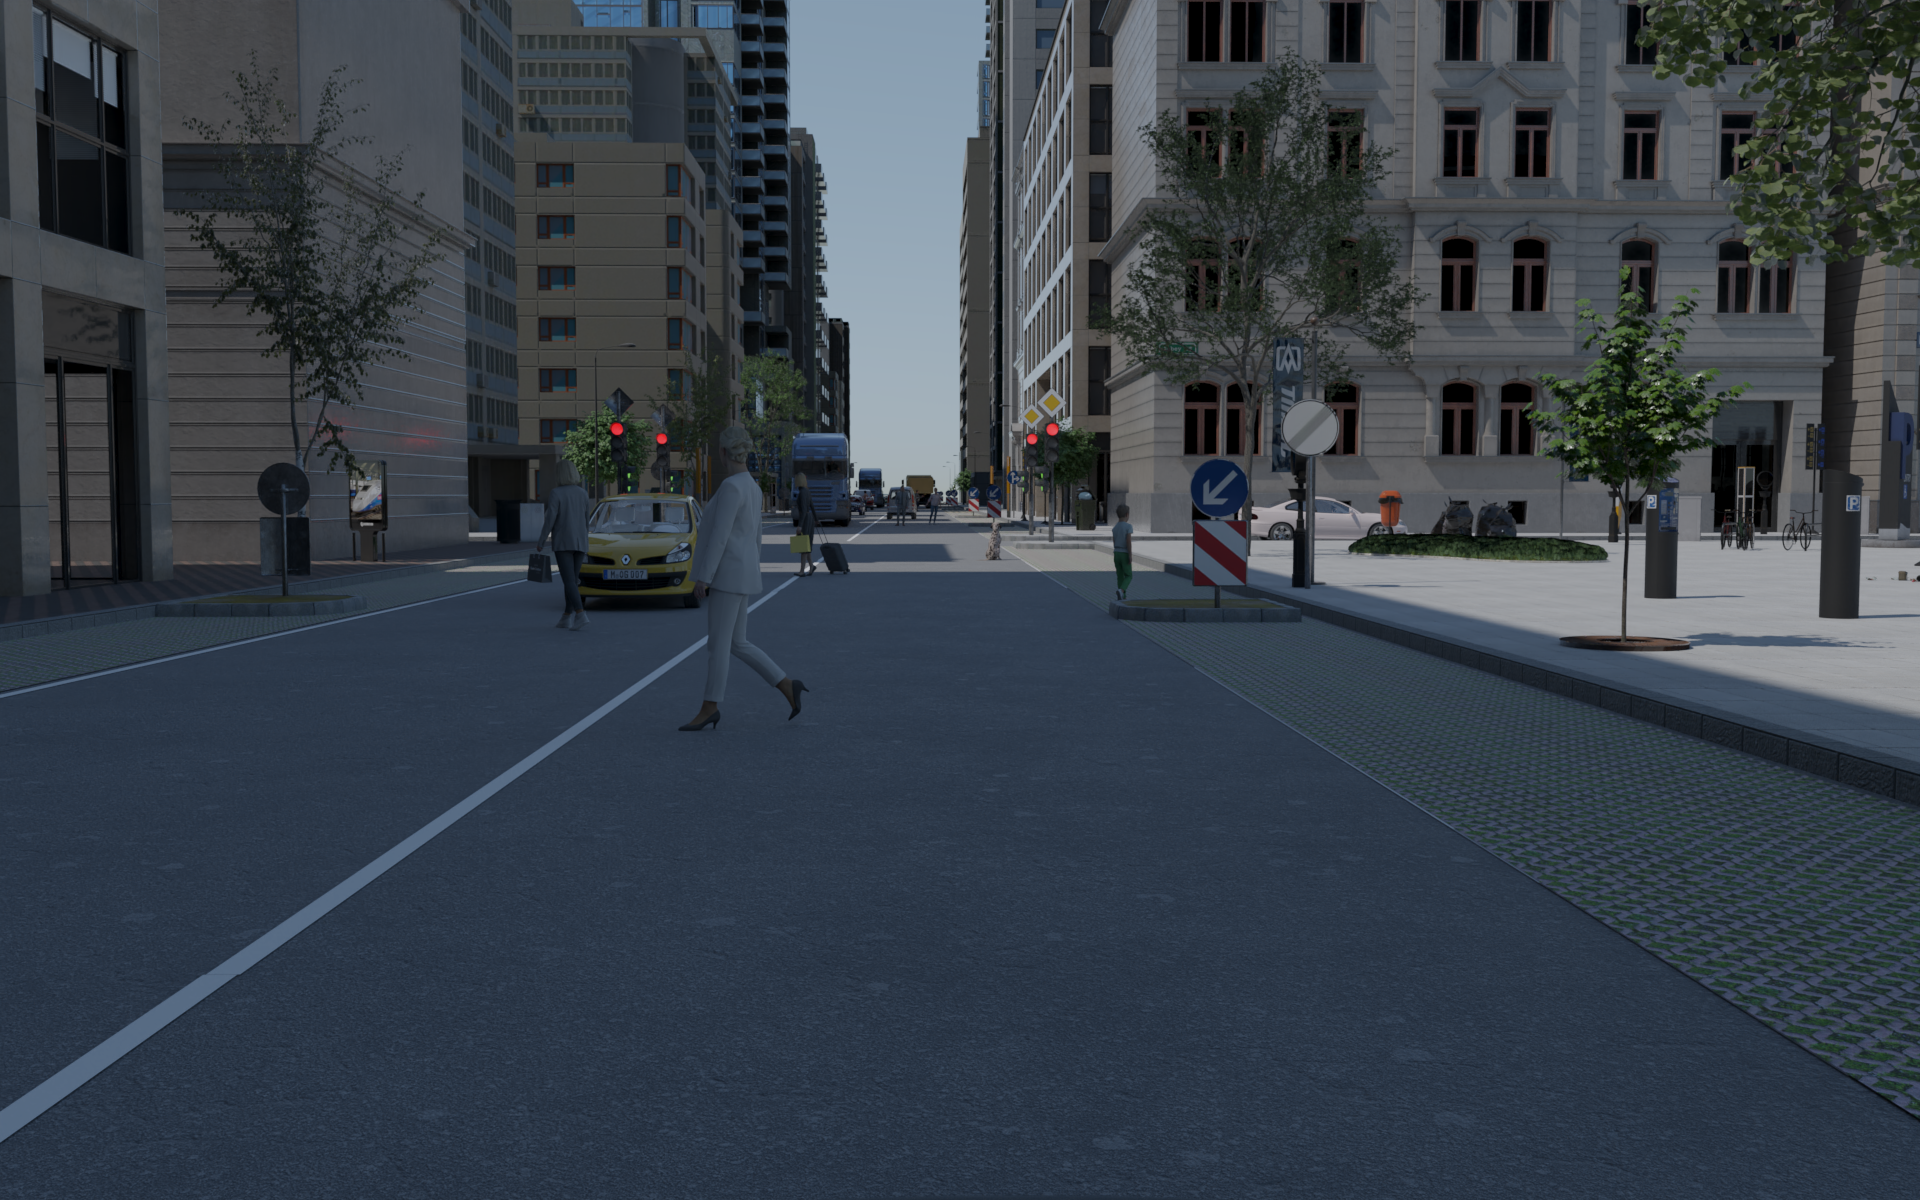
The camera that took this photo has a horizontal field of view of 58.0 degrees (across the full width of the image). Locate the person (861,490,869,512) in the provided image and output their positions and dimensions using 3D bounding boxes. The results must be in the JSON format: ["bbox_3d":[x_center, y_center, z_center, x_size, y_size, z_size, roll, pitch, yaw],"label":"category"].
[{"bbox_3d":[-7.709,-7.968,139.488,0.721,1.736,1.217,2,4,31],"label":"person"}]

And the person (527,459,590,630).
[{"bbox_3d":[-4.193,-0.588,18.305,0.728,1.800,0.709,3,5,44],"label":"person"}]

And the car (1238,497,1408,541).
[{"bbox_3d":[10.365,-2.277,49.593,4.827,1.381,2.083,0,4,-1],"label":"car"}]

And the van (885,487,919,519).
[{"bbox_3d":[-3.355,-5.670,99.715,2.013,2.044,4.112,0,4,0],"label":"van"}]

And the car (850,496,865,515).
[{"bbox_3d":[-7.402,-6.445,117.954,1.945,1.354,3.894,0,4,0],"label":"car"}]

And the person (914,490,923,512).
[{"bbox_3d":[-3.377,-8.143,142.174,0.750,1.759,0.617,-1,4,-21],"label":"person"}]

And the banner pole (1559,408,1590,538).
[{"bbox_3d":[15.280,-3.255,43.232,0.863,3.779,0.401,1,4,21],"label":"banner pole"}]

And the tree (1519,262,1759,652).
[{"bbox_3d":[5.596,-1.226,14.644,1.663,3.219,1.824,0,3,0],"label":"tree"}]

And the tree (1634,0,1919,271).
[{"bbox_3d":[6.569,-5.437,7.023,7.486,12.596,7.792,0,3,0],"label":"tree"}]

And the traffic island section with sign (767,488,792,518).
[{"bbox_3d":[-10.468,-5.806,103.552,1.989,1.847,2.006,0,4,-1],"label":"traffic island section with sign"}]

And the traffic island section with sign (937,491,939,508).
[{"bbox_3d":[-1.309,-10.540,180.955,1.989,1.847,2.006,0,4,-1],"label":"traffic island section with sign"}]

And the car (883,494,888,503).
[{"bbox_3d":[-10.112,-13.453,228.759,1.959,1.807,4.718,0,4,-3],"label":"car"}]

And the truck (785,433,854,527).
[{"bbox_3d":[-6.475,-5.684,82.692,2.967,4.110,18.799,0,4,-3],"label":"truck"}]

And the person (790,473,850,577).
[{"bbox_3d":[-2.484,-1.324,30.364,0.699,1.804,1.509,3,5,40],"label":"person"}]

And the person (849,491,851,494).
[{"bbox_3d":[-12.671,-11.681,199.452,1.348,1.831,0.705,1,4,21],"label":"person"}]

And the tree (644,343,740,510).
[{"bbox_3d":[-12.715,-8.136,83.390,4.737,8.622,4.395,0,3,0],"label":"tree"}]

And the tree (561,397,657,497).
[{"bbox_3d":[-11.777,-4.576,58.527,4.285,4.588,4.351,0,3,0],"label":"tree"}]

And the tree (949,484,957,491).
[{"bbox_3d":[-0.910,-17.054,273.426,1.663,3.219,1.824,0,3,0],"label":"tree"}]

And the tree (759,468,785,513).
[{"bbox_3d":[-13.408,-7.575,118.450,1.663,3.219,1.824,0,3,0],"label":"tree"}]

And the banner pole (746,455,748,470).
[{"bbox_3d":[-13.662,-7.394,110.905,0.401,3.779,0.863,-1,4,-14],"label":"banner pole"}]

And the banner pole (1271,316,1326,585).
[{"bbox_3d":[4.776,-2.107,24.466,0.863,3.779,0.401,-1,4,-13],"label":"banner pole"}]

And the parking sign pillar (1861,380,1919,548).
[{"bbox_3d":[22.471,-3.246,41.544,1.447,3.967,1.447,3,5,40],"label":"parking sign pillar"}]

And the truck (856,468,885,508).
[{"bbox_3d":[-9.442,-12.020,186.290,2.967,4.110,18.799,0,4,-1],"label":"truck"}]

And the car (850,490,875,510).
[{"bbox_3d":[-8.712,-8.918,154.484,2.281,1.827,5.304,0,4,-3],"label":"car"}]

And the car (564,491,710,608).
[{"bbox_3d":[-4.160,-0.778,22.949,2.015,1.641,3.980,0,4,-3],"label":"car"}]

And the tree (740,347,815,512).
[{"bbox_3d":[-14.088,-12.116,123.852,9.928,11.665,9.643,0,3,0],"label":"tree"}]

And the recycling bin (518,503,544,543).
[{"bbox_3d":[-11.539,-2.061,46.249,0.722,1.027,0.722,-2,4,-27],"label":"recycling bin"}]

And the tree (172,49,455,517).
[{"bbox_3d":[-11.118,-4.851,29.671,4.360,8.622,3.978,0,3,0],"label":"tree"}]

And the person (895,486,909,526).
[{"bbox_3d":[-2.632,-4.263,78.304,0.635,1.810,0.391,0,4,-2],"label":"person"}]

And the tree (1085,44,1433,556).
[{"bbox_3d":[6.199,-6.182,35.494,7.601,10.594,8.767,-1,4,-17],"label":"tree"}]

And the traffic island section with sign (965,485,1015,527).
[{"bbox_3d":[1.356,-4.129,76.131,1.989,1.847,2.006,0,4,-1],"label":"traffic island section with sign"}]

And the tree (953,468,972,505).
[{"bbox_3d":[0.730,-13.983,212.335,4.285,4.588,4.351,0,3,0],"label":"tree"}]

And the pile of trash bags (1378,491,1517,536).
[{"bbox_3d":[12.408,-2.103,44.129,3.447,1.369,1.912,1,4,15],"label":"pile of trash bags"}]

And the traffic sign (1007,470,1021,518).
[{"bbox_3d":[2.910,-5.709,93.453,0.768,2.556,0.104,0,4,-1],"label":"traffic sign"}]

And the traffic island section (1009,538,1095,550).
[{"bbox_3d":[2.447,-1.451,46.010,2.009,0.180,2.903,0,4,-1],"label":"traffic island section"}]

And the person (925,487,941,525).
[{"bbox_3d":[-1.306,-4.418,81.411,0.731,1.740,0.598,-2,4,-26],"label":"person"}]

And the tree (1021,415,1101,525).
[{"bbox_3d":[4.163,-5.384,71.749,4.285,4.588,4.351,0,3,0],"label":"tree"}]

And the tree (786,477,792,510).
[{"bbox_3d":[-13.613,-9.015,142.004,1.663,3.219,1.824,0,3,0],"label":"tree"}]

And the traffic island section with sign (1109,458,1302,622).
[{"bbox_3d":[2.776,-0.704,20.143,1.989,1.847,2.006,0,4,-1],"label":"traffic island section with sign"}]

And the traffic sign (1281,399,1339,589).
[{"bbox_3d":[4.709,-1.423,23.375,0.768,2.556,0.104,0,4,7],"label":"traffic sign"}]

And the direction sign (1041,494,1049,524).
[{"bbox_3d":[3.670,-5.050,74.560,0.876,3.537,0.379,0,4,5],"label":"direction sign"}]

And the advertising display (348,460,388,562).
[{"bbox_3d":[-11.215,-1.689,32.824,0.974,1.923,0.123,2,4,32],"label":"advertising display"}]

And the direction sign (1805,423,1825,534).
[{"bbox_3d":[27.464,-3.895,55.673,0.876,3.537,0.379,-2,4,-27],"label":"direction sign"}]

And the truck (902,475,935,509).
[{"bbox_3d":[-4.073,-10.852,173.349,3.469,3.379,9.791,0,4,-3],"label":"truck"}]

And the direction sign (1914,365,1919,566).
[{"bbox_3d":[17.209,-2.370,30.741,0.876,3.537,0.379,-2,4,-33],"label":"direction sign"}]

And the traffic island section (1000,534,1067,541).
[{"bbox_3d":[2.245,-1.940,53.992,2.009,0.180,2.903,0,4,-1],"label":"traffic island section"}]

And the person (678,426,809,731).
[{"bbox_3d":[-1.318,-0.134,10.562,0.818,1.842,0.514,-1,4,-13],"label":"person"}]

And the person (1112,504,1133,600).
[{"bbox_3d":[2.094,-0.588,22.368,0.306,1.304,0.590,1,4,20],"label":"person"}]

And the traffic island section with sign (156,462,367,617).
[{"bbox_3d":[-8.367,-0.759,21.033,1.989,1.847,2.006,0,4,-1],"label":"traffic island section with sign"}]

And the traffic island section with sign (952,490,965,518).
[{"bbox_3d":[0.675,-5.786,103.230,1.989,1.847,2.006,0,4,-1],"label":"traffic island section with sign"}]

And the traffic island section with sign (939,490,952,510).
[{"bbox_3d":[-0.626,-8.892,154.008,1.989,1.847,2.006,0,4,-1],"label":"traffic island section with sign"}]

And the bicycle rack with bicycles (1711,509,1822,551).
[{"bbox_3d":[18.597,-1.629,40.009,2.852,0.926,2.925,3,4,38],"label":"bicycle rack with bicycles"}]

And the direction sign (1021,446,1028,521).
[{"bbox_3d":[3.071,-5.522,82.277,0.379,3.537,0.876,-1,4,-11],"label":"direction sign"}]
